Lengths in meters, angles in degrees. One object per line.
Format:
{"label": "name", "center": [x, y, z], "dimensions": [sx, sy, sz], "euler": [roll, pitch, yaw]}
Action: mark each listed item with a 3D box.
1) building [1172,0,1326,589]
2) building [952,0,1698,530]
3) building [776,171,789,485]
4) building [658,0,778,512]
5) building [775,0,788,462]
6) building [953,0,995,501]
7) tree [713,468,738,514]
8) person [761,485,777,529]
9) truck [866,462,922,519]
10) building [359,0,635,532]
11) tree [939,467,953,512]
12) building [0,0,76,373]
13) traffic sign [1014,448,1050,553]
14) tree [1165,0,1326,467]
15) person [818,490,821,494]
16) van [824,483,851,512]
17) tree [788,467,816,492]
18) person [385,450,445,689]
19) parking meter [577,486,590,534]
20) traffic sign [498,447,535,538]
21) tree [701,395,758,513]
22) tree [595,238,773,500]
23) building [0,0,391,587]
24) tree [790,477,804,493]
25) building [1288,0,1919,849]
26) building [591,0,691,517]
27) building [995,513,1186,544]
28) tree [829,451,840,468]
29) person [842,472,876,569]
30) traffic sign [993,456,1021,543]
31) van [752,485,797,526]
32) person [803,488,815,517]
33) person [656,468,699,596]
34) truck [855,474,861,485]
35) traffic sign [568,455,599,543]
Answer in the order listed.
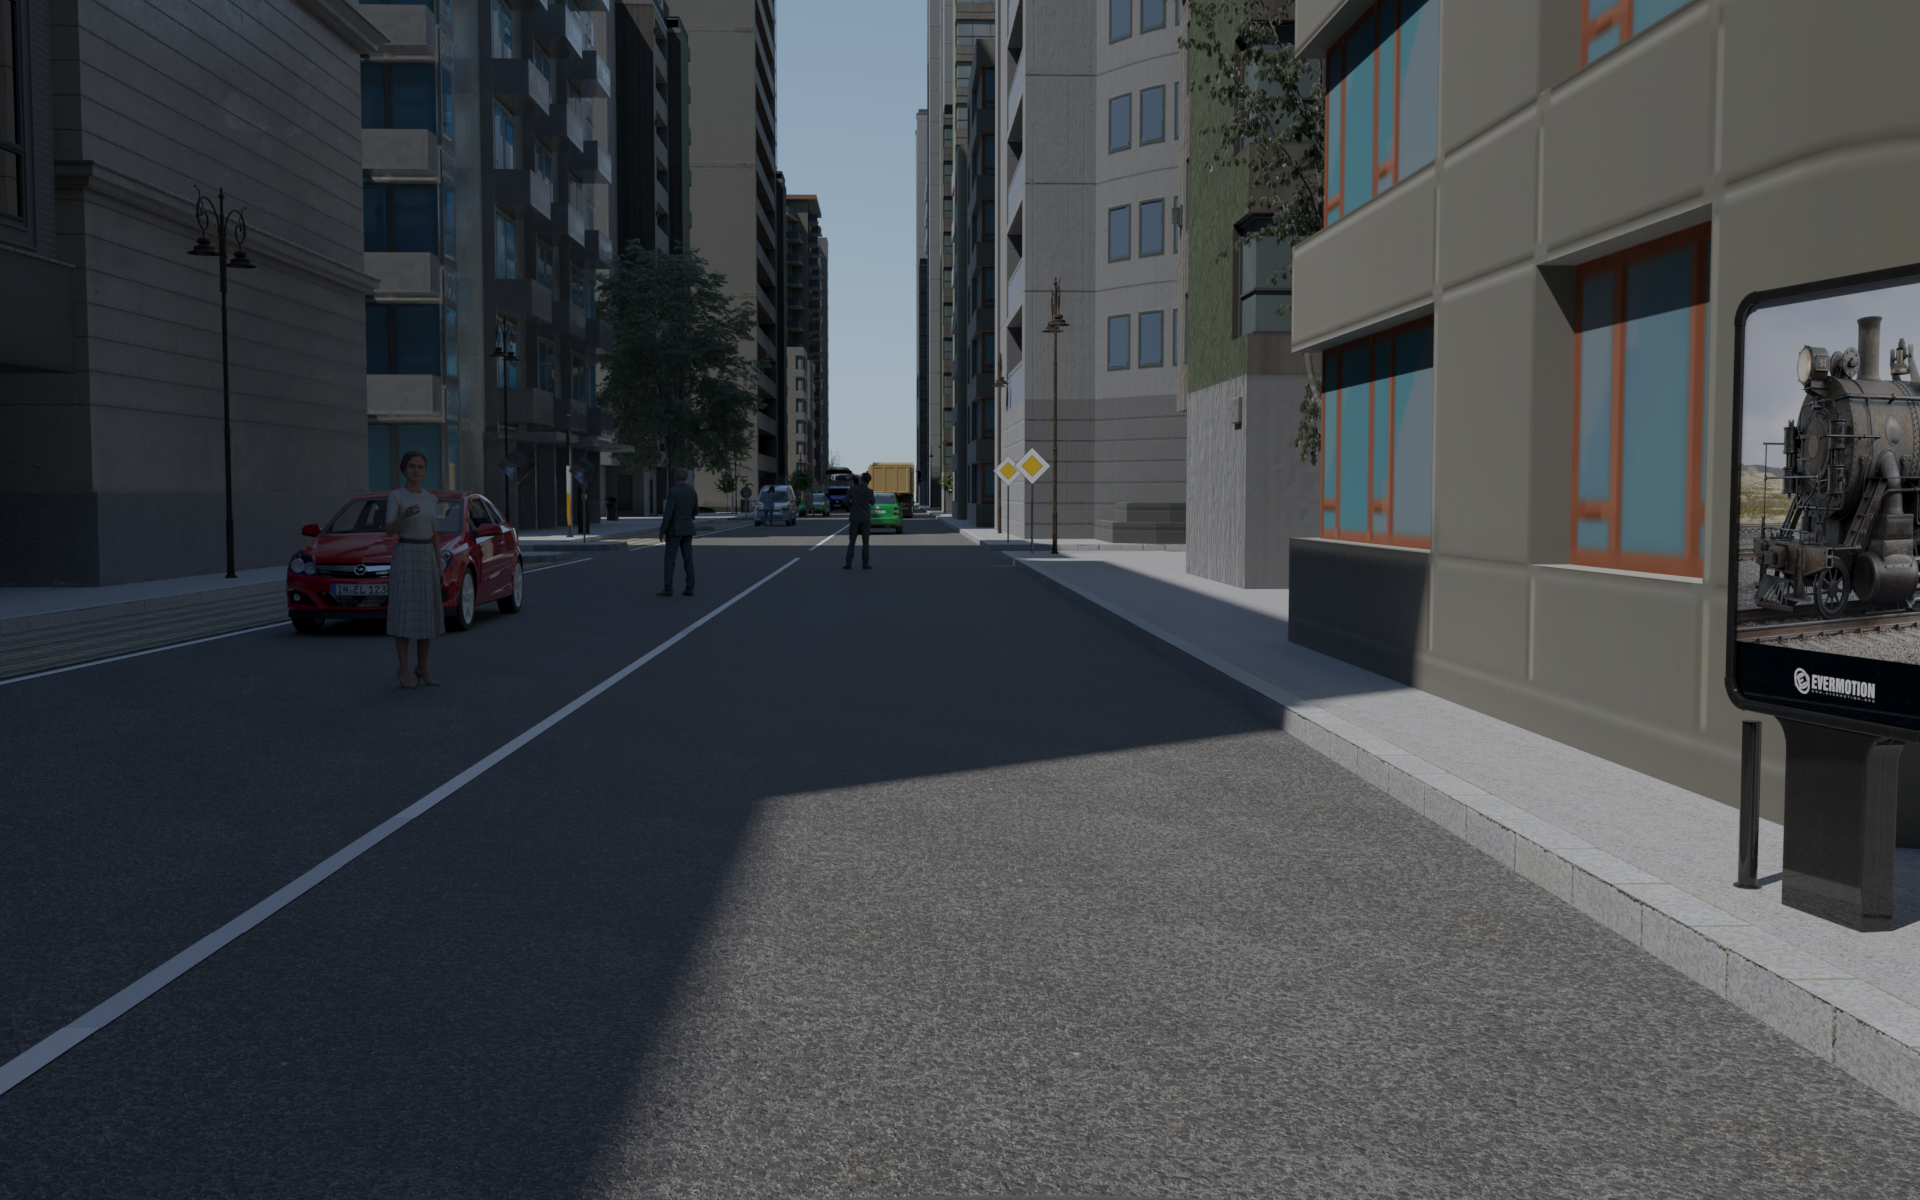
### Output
{"label": "building", "center": [10.599, -15.769, 29.520], "dimensions": [14.160, 30.474, 14.107], "euler": [0, 4, -2]}
{"label": "building", "center": [13.902, -14.433, 81.023], "dimensions": [27.650, 21.520, 28.899], "euler": [0, 4, -2]}
{"label": "building", "center": [-22.234, -23.030, 148.235], "dimensions": [14.160, 30.474, 14.107], "euler": [0, 4, -2]}
{"label": "building", "center": [-25.180, -30.950, 129.742], "dimensions": [21.300, 48.544, 21.600], "euler": [0, 4, -2]}
{"label": "building", "center": [-27.929, -52.391, 169.258], "dimensions": [22.319, 86.520, 31.000], "euler": [0, 4, -2]}
{"label": "building", "center": [6.496, -26.283, 113.316], "dimensions": [14.154, 41.232, 14.086], "euler": [0, 4, -2]}
{"label": "tree", "center": [-15.299, -7.236, 112.908], "dimensions": [1.663, 3.219, 1.824], "euler": [0, 3, 0]}
{"label": "person", "center": [-7.931, -3.849, 71.701], "dimensions": [0.793, 1.790, 0.793], "euler": [-2, 4, -24]}
{"label": "truck", "center": [-4.071, -6.629, 104.307], "dimensions": [3.469, 3.379, 9.791], "euler": [0, 4, -1]}
{"label": "building", "center": [-25.130, -27.063, 62.092], "dimensions": [23.786, 49.044, 30.456], "euler": [0, 4, -2]}
{"label": "tree", "center": [-0.598, -7.913, 123.975], "dimensions": [1.663, 3.219, 1.824], "euler": [0, 3, 0]}
{"label": "building", "center": [-17.757, -13.230, 9.818], "dimensions": [14.314, 27.812, 24.014], "euler": [0, 4, -2]}
{"label": "traffic sign", "center": [1.558, -2.068, 37.449], "dimensions": [0.795, 2.450, 0.064], "euler": [0, 4, -2]}
{"label": "tree", "center": [3.981, -4.103, 17.442], "dimensions": [4.360, 8.622, 3.978], "euler": [0, 3, 0]}
{"label": "person", "center": [-15.036, -10.800, 185.085], "dimensions": [0.705, 1.823, 1.348], "euler": [0, 4, 3]}
{"label": "van", "center": [-9.794, -8.303, 140.132], "dimensions": [2.240, 2.365, 5.245], "euler": [0, 4, -1]}
{"label": "tree", "center": [-17.831, -12.900, 194.625], "dimensions": [4.285, 4.588, 4.351], "euler": [0, 3, 0]}
{"label": "person", "center": [-3.999, -0.229, 12.814], "dimensions": [0.524, 1.755, 0.480], "euler": [3, 4, 37]}
{"label": "parking meter", "center": [-12.144, -2.903, 55.871], "dimensions": [0.372, 1.533, 0.369], "euler": [0, 3, 0]}
{"label": "traffic sign", "center": [-9.479, -2.044, 37.061], "dimensions": [0.795, 2.450, 0.064], "euler": [0, 4, -2]}
{"label": "tree", "center": [-15.381, -10.158, 116.447], "dimensions": [4.737, 8.622, 4.395], "euler": [0, 3, 0]}
{"label": "tree", "center": [-14.358, -11.010, 86.664], "dimensions": [9.857, 13.997, 8.962], "euler": [0, 3, 0]}
{"label": "building", "center": [-23.203, -14.784, 29.102], "dimensions": [23.554, 28.519, 14.401], "euler": [0, 4, -2]}
{"label": "tree", "center": [-17.979, -12.020, 191.123], "dimensions": [1.663, 3.219, 1.824], "euler": [0, 3, 0]}
{"label": "building", "center": [17.216, -9.513, 0.570], "dimensions": [27.650, 21.520, 28.899], "euler": [0, 4, -2]}
{"label": "building", "center": [-23.270, -20.062, 99.715], "dimensions": [14.160, 30.474, 14.107], "euler": [0, 4, -2]}
{"label": "building", "center": [15.655, -31.222, 52.487], "dimensions": [28.212, 58.520, 21.231], "euler": [0, 4, -2]}
{"label": "tree", "center": [-20.809, -20.144, 279.718], "dimensions": [4.360, 8.622, 3.978], "euler": [0, 3, 0]}
{"label": "person", "center": [-1.941, -1.520, 33.154], "dimensions": [0.655, 1.846, 0.447], "euler": [0, 4, -3]}
{"label": "traffic sign", "center": [1.262, -2.556, 45.429], "dimensions": [0.795, 2.450, 0.064], "euler": [0, 4, -2]}
{"label": "van", "center": [-8.375, -4.379, 78.608], "dimensions": [2.013, 2.044, 4.112], "euler": [0, 4, -1]}
{"label": "person", "center": [-9.263, -5.975, 106.291], "dimensions": [0.767, 1.812, 0.694], "euler": [3, 4, 36]}
{"label": "person", "center": [-4.019, -0.967, 24.490], "dimensions": [0.590, 1.801, 0.661], "euler": [3, 4, 38]}
{"label": "truck", "center": [-11.067, -10.766, 171.941], "dimensions": [3.469, 3.379, 9.791], "euler": [0, 4, -2]}
{"label": "traffic sign", "center": [-9.776, -2.532, 45.041], "dimensions": [0.795, 2.450, 0.064], "euler": [0, 4, -2]}
